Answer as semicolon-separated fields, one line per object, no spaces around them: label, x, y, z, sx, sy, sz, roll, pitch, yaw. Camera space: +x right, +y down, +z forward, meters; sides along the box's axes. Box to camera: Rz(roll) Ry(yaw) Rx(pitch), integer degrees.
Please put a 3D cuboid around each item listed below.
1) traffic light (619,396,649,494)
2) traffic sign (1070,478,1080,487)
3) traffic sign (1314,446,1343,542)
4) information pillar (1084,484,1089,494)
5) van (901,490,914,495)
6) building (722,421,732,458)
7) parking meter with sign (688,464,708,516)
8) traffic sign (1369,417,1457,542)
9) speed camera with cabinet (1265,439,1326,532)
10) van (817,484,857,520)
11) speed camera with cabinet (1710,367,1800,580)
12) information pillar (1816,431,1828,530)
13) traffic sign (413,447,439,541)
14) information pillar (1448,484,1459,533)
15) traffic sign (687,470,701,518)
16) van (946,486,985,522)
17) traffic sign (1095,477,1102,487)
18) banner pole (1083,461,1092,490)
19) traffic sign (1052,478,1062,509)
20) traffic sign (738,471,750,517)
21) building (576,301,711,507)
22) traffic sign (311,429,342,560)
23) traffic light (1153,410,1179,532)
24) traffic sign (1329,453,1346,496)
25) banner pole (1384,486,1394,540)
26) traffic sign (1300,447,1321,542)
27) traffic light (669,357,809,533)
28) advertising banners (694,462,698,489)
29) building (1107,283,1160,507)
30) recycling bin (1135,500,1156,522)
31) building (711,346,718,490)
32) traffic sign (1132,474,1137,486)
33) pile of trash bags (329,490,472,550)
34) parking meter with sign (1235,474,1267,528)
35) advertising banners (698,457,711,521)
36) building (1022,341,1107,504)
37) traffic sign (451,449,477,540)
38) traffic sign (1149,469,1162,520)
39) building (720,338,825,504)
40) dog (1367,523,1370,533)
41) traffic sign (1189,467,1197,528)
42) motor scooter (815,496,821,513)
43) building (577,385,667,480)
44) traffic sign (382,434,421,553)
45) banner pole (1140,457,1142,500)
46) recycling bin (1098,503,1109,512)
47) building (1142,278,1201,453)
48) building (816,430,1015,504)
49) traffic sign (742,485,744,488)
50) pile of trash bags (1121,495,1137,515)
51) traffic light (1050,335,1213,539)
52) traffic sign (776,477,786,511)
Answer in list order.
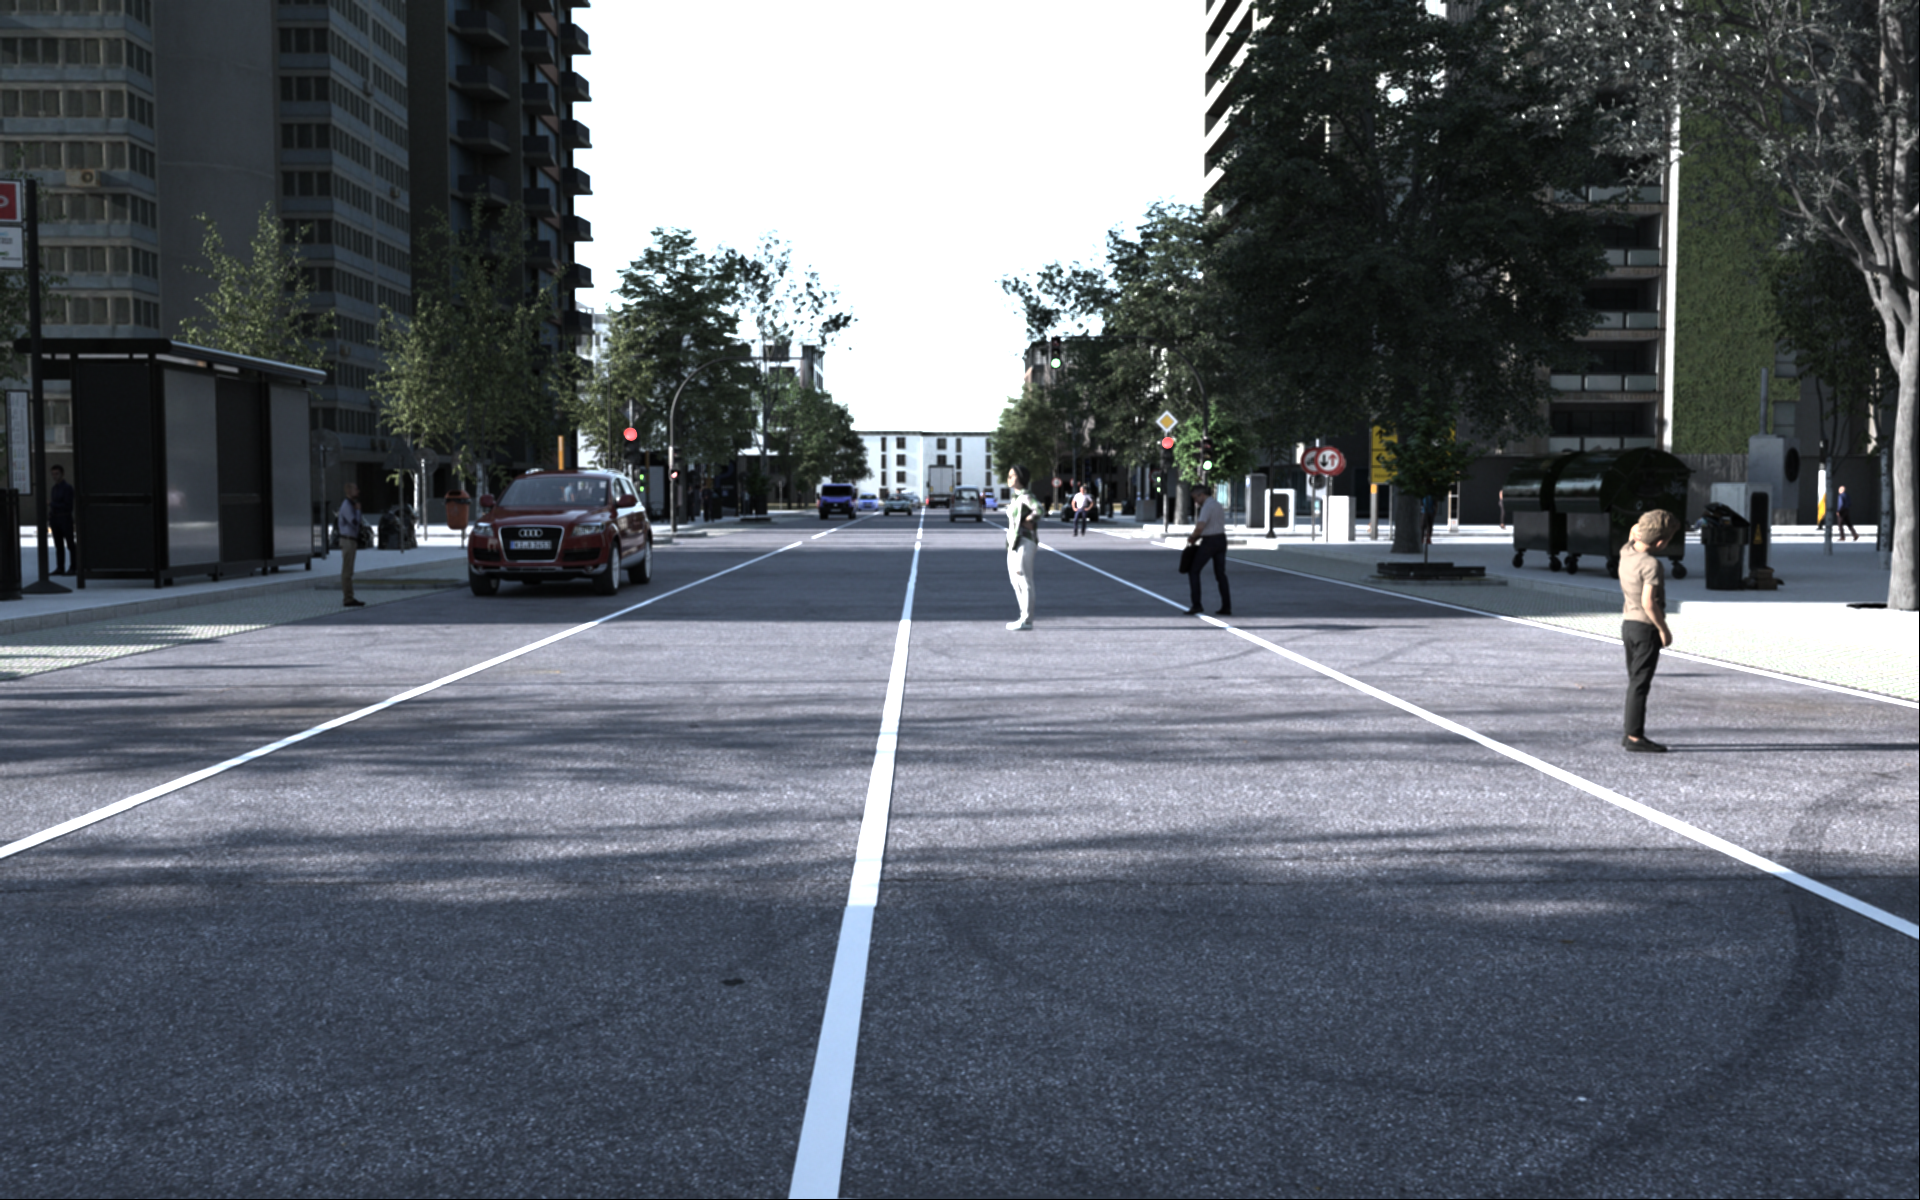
traffic light;-9.332;-3.705;49.497;0.839;4.253;0.868;0;4;-1
traffic sign;8.826;-8.122;132.905;0.768;2.556;0.104;0;4;5
traffic sign;9.741;-2.800;45.884;0.768;2.556;0.104;0;4;3
information pillar;9.657;-7.799;132.002;0.304;2.012;0.304;-1;4;-21
van;-5.776;-11.187;189.913;2.013;2.044;4.112;0;4;-3
building;-39.813;-15.353;193.172;28.070;9.664;9.099;0;4;-1
parking meter with sign;-15.339;-6.310;99.434;0.543;3.016;1.738;3;5;44
traffic sign;11.966;-3.176;45.797;2.265;3.308;0.079;0;4;2
speed camera with cabinet;11.450;-3.948;58.882;2.038;3.252;0.660;1;4;15
van;-6.967;-5.787;99.004;2.240;2.365;5.245;0;4;-1
speed camera with cabinet;12.215;-1.971;26.562;2.038;3.252;0.660;-3;5;-44
information pillar;30.687;-4.296;61.589;0.183;3.616;0.504;0;4;4
traffic sign;-14.624;-2.888;47.320;0.768;2.556;0.104;0;4;4
information pillar;16.497;-3.264;57.860;0.304;2.012;0.304;1;4;10
traffic sign;-13.929;-5.535;90.609;0.768;2.556;0.104;0;4;4
van;0.299;-5.078;90.031;2.013;2.044;4.112;0;4;-1
traffic sign;10.708;-8.111;132.719;0.768;2.556;0.104;0;4;2
banner pole;9.586;-8.633;131.171;0.863;3.779;0.401;-1;4;-16
traffic sign;7.435;-8.145;133.273;0.768;2.556;0.104;0;4;4
traffic sign;-12.101;-5.940;97.228;0.768;2.556;0.104;0;4;7
building;-33.185;-19.022;167.426;16.016;20.091;11.380;0;4;-1
traffic sign;-12.428;-2.058;33.762;0.768;2.556;0.104;0;3;0
traffic light;6.869;-4.214;57.816;0.839;4.253;0.868;0;4;-1
traffic sign;10.555;-3.004;49.226;0.768;2.556;0.104;0;4;-1
banner pole;12.264;-3.561;48.234;0.863;3.779;0.401;0;4;5
traffic sign;9.542;-2.851;46.718;0.768;2.556;0.104;0;4;0
traffic light;-7.399;-5.070;57.556;4.771;5.953;1.251;0;4;-1
advertising banners;-13.543;-5.896;92.583;2.074;3.025;0.090;3;5;42
building;31.427;-20.706;182.517;27.936;21.610;32.646;0;4;-1
recycling bin;8.522;-4.093;79.467;0.722;1.027;0.722;-1;4;-23
building;-32.909;-19.717;178.792;16.016;20.091;11.380;0;4;-1
traffic sign;11.321;-6.753;110.521;0.768;2.556;0.104;0;4;1
pile of trash bags;-13.075;-1.880;40.488;3.447;1.369;1.912;0;4;7
parking meter with sign;11.102;-4.190;64.763;1.738;3.016;0.543;-1;4;-12
advertising banners;-12.069;-5.260;82.195;0.090;3.025;2.074;0;4;3
building;25.760;-24.333;241.816;32.646;21.610;27.936;0;4;-1
traffic sign;-13.976;-2.977;48.784;0.768;2.556;0.104;0;4;7
traffic sign;9.811;-5.285;86.507;0.768;2.556;0.104;1;4;9
building;-35.689;-24.265;240.700;32.646;21.610;27.936;0;4;-1
dog;13.745;-2.434;57.528;0.748;0.427;0.550;-3;5;-41
traffic sign;8.831;-3.948;64.658;0.768;2.556;0.104;0;4;1
motor scooter;-10.564;-7.217;130.772;0.815;1.314;1.986;0;4;-2
building;-29.448;-12.569;147.643;9.099;9.664;28.070;0;4;-1
traffic sign;-12.084;-2.290;37.450;0.884;2.594;0.081;0;4;7
banner pole;8.903;-5.820;85.180;0.401;3.779;0.863;1;4;10
recycling bin;10.431;-6.894;125.265;0.722;1.027;0.722;3;5;44
building;26.080;-17.372;150.484;16.747;18.905;31.486;0;4;-1
building;-5.154;-17.747;232.315;28.070;9.664;9.099;0;4;-1
traffic sign;-13.581;-6.622;110.406;0.606;2.300;0.079;0;4;4
pile of trash bags;10.973;-5.960;107.194;1.912;1.369;3.447;1;4;12
traffic light;4.936;-4.586;49.651;4.771;5.953;1.251;0;4;-1
traffic sign;-13.399;-7.918;129.569;0.768;2.556;0.104;0;4;5
